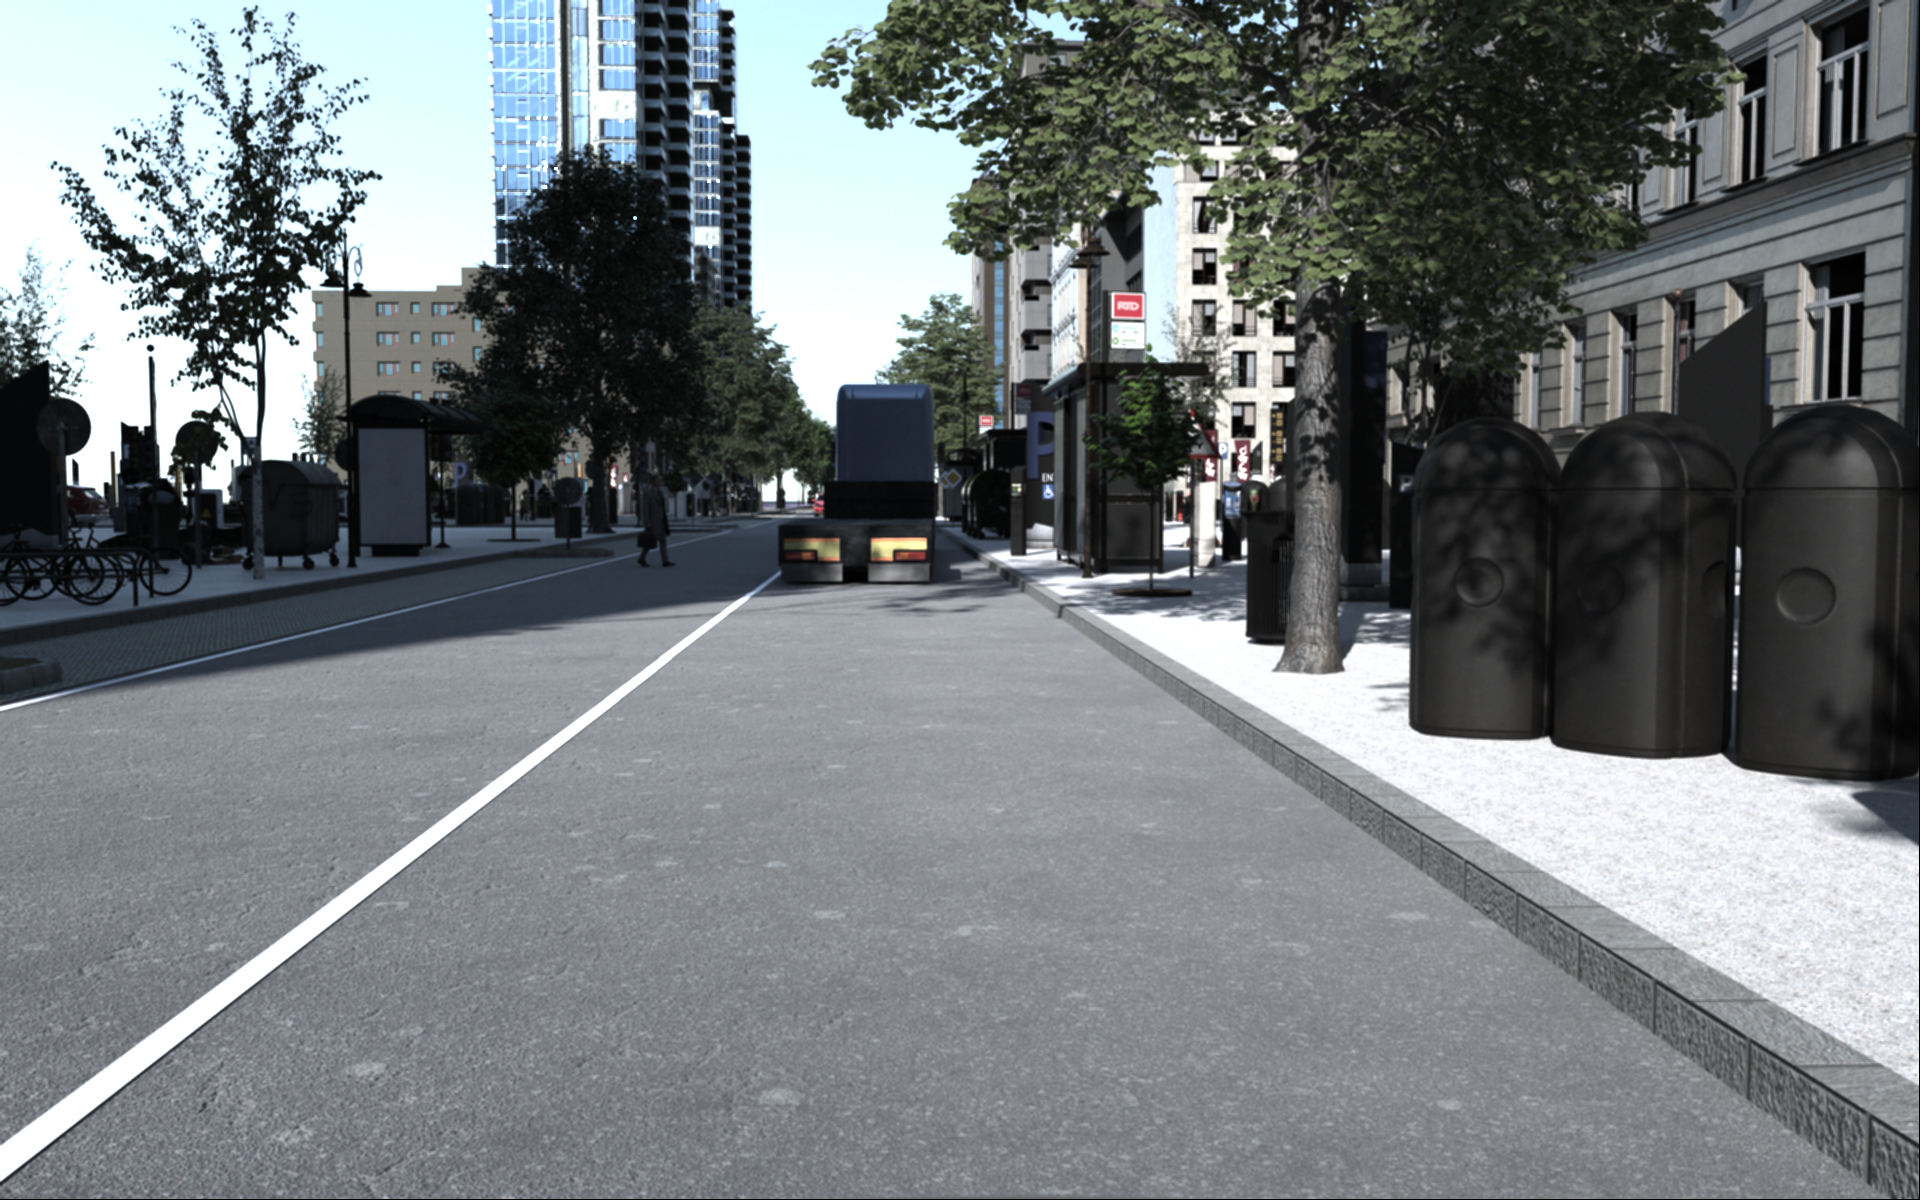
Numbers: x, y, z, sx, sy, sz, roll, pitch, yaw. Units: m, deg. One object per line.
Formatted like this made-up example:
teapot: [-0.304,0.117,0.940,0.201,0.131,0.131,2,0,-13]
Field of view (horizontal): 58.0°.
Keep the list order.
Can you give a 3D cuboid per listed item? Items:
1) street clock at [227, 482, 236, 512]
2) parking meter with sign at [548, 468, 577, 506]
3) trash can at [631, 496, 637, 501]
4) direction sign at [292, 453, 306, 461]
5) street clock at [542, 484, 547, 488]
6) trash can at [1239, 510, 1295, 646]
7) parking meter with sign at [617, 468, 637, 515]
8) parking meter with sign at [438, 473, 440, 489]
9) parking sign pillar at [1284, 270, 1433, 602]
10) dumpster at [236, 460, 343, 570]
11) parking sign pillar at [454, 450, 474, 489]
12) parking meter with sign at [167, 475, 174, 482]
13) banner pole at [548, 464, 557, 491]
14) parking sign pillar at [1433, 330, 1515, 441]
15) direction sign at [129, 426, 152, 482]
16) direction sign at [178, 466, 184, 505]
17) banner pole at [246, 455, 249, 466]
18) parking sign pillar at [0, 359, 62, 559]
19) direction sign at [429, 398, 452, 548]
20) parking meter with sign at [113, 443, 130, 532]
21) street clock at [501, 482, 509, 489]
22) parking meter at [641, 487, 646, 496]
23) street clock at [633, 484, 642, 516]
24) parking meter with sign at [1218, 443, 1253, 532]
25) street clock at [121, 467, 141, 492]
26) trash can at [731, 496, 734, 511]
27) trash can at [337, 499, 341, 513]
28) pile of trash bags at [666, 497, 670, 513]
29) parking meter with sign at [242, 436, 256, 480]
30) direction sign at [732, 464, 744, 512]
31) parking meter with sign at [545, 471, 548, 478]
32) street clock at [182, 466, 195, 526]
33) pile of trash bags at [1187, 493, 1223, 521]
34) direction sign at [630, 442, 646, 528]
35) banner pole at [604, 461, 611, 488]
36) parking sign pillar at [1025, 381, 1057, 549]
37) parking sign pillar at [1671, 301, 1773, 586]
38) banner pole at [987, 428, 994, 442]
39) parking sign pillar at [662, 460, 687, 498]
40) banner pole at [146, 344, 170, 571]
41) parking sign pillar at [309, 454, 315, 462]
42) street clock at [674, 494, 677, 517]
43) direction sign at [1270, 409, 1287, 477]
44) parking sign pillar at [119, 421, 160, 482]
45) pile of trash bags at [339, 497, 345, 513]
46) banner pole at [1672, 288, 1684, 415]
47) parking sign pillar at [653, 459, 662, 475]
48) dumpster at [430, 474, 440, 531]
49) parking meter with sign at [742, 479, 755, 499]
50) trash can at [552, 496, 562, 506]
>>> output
street clock: [-41.449,-5.763,98.792,0.358,2.002,0.471,0,4,-7]
parking meter with sign: [-26.952,-7.441,117.928,1.738,3.016,0.543,0,4,-6]
trash can: [-22.783,-6.666,120.642,0.748,1.137,0.748,0,3,0]
direction sign: [-36.133,-6.288,94.800,0.379,3.537,0.876,2,4,34]
street clock: [-29.260,-7.162,121.663,0.358,2.002,0.471,2,4,25]
trash can: [2.758,-0.193,14.817,0.748,1.137,0.748,0,3,0]
parking meter with sign: [-21.035,-6.880,108.757,0.543,3.016,1.738,3,4,37]
parking meter with sign: [-42.710,-8.891,141.630,0.543,3.016,1.738,-1,4,-10]
parking sign pillar: [4.800,-2.002,21.208,1.447,3.967,1.447,0,4,-3]
dumpster: [-11.549,-1.475,29.880,1.264,1.857,1.865,0,4,-3]
parking sign pillar: [-30.293,-7.176,105.802,1.447,3.967,1.447,2,4,33]
parking meter with sign: [-65.490,-9.013,143.624,0.543,3.016,1.738,-2,4,-27]
banner pole: [-29.557,-8.288,125.530,0.863,3.779,0.401,-2,4,-34]
parking sign pillar: [8.260,-2.422,28.067,1.447,3.967,1.447,-1,4,-9]
direction sign: [-27.067,-3.997,57.356,0.876,3.537,0.379,0,4,7]
direction sign: [-63.137,-9.095,140.705,0.876,3.537,0.379,-1,4,-20]
banner pole: [-36.098,-5.982,87.822,0.401,3.779,0.863,-2,4,-33]
parking sign pillar: [-18.891,-2.830,34.742,1.447,3.967,1.447,-1,4,-13]
direction sign: [-12.326,-3.007,41.165,0.379,3.537,0.876,1,4,14]
parking meter with sign: [-28.409,-3.833,58.938,0.543,3.016,1.738,-1,4,-12]
street clock: [-27.474,-6.121,104.641,0.471,2.002,0.358,0,4,1]
parking meter: [-25.582,-8.217,140.053,0.255,1.863,0.399,-3,5,-43]
street clock: [-18.687,-5.868,100.506,0.358,2.002,0.471,3,4,36]
parking meter with sign: [9.485,-3.803,58.437,0.543,3.016,1.738,-3,5,-44]
street clock: [-22.538,-2.604,47.139,0.471,2.002,0.358,-1,4,-19]
trash can: [-15.031,-6.161,112.388,0.748,1.137,0.748,0,3,0]
trash can: [-48.136,-7.403,132.687,0.748,1.137,0.748,0,3,0]
pile of trash bags: [-20.341,-6.520,116.350,1.912,1.369,3.447,-2,4,-26]
parking meter with sign: [-21.623,-3.487,53.276,0.543,3.016,1.738,-1,4,-13]
direction sign: [-15.635,-7.946,121.912,0.876,3.537,0.379,1,4,9]
parking meter with sign: [-30.837,-8.308,132.101,1.738,3.016,0.543,3,4,37]
street clock: [-20.133,-2.489,45.260,0.358,2.002,0.471,-1,4,-19]
pile of trash bags: [12.458,-4.517,83.609,3.447,1.369,1.912,3,4,38]
direction sign: [-12.257,-4.524,65.959,0.876,3.537,0.379,3,4,39]
banner pole: [-15.780,-5.335,77.250,0.863,3.779,0.401,2,4,35]
parking sign pillar: [2.196,-3.205,40.878,1.447,3.967,1.447,2,4,32]
parking sign pillar: [10.914,-2.225,24.851,1.447,3.967,1.447,-3,5,-40]
banner pole: [1.168,-4.646,65.977,0.401,3.779,0.863,-2,4,-24]
parking sign pillar: [-19.909,-8.176,122.151,1.447,3.967,1.447,1,4,11]
banner pole: [-13.398,-2.374,28.828,0.401,3.779,0.863,-2,4,-30]
parking sign pillar: [-43.091,-7.788,115.809,1.447,3.967,1.447,0,4,-6]
street clock: [-16.185,-5.768,98.877,0.471,2.002,0.358,0,4,1]
direction sign: [8.654,-3.296,45.886,0.876,3.537,0.379,0,4,4]
parking sign pillar: [-30.214,-4.609,63.832,1.447,3.967,1.447,-1,4,-10]
pile of trash bags: [-44.493,-6.784,120.670,3.447,1.369,1.912,-1,4,-8]
banner pole: [8.661,-1.894,20.984,0.401,3.779,0.863,1,4,20]
parking sign pillar: [-23.082,-8.831,132.865,1.447,3.967,1.447,1,4,11]
dumpster: [-13.826,-2.460,42.713,1.502,2.255,1.985,0,4,-2]
parking meter with sign: [-18.204,-9.262,147.691,1.738,3.016,0.543,-2,4,-30]
trash can: [-24.057,-5.603,103.257,0.748,1.137,0.748,0,3,0]
